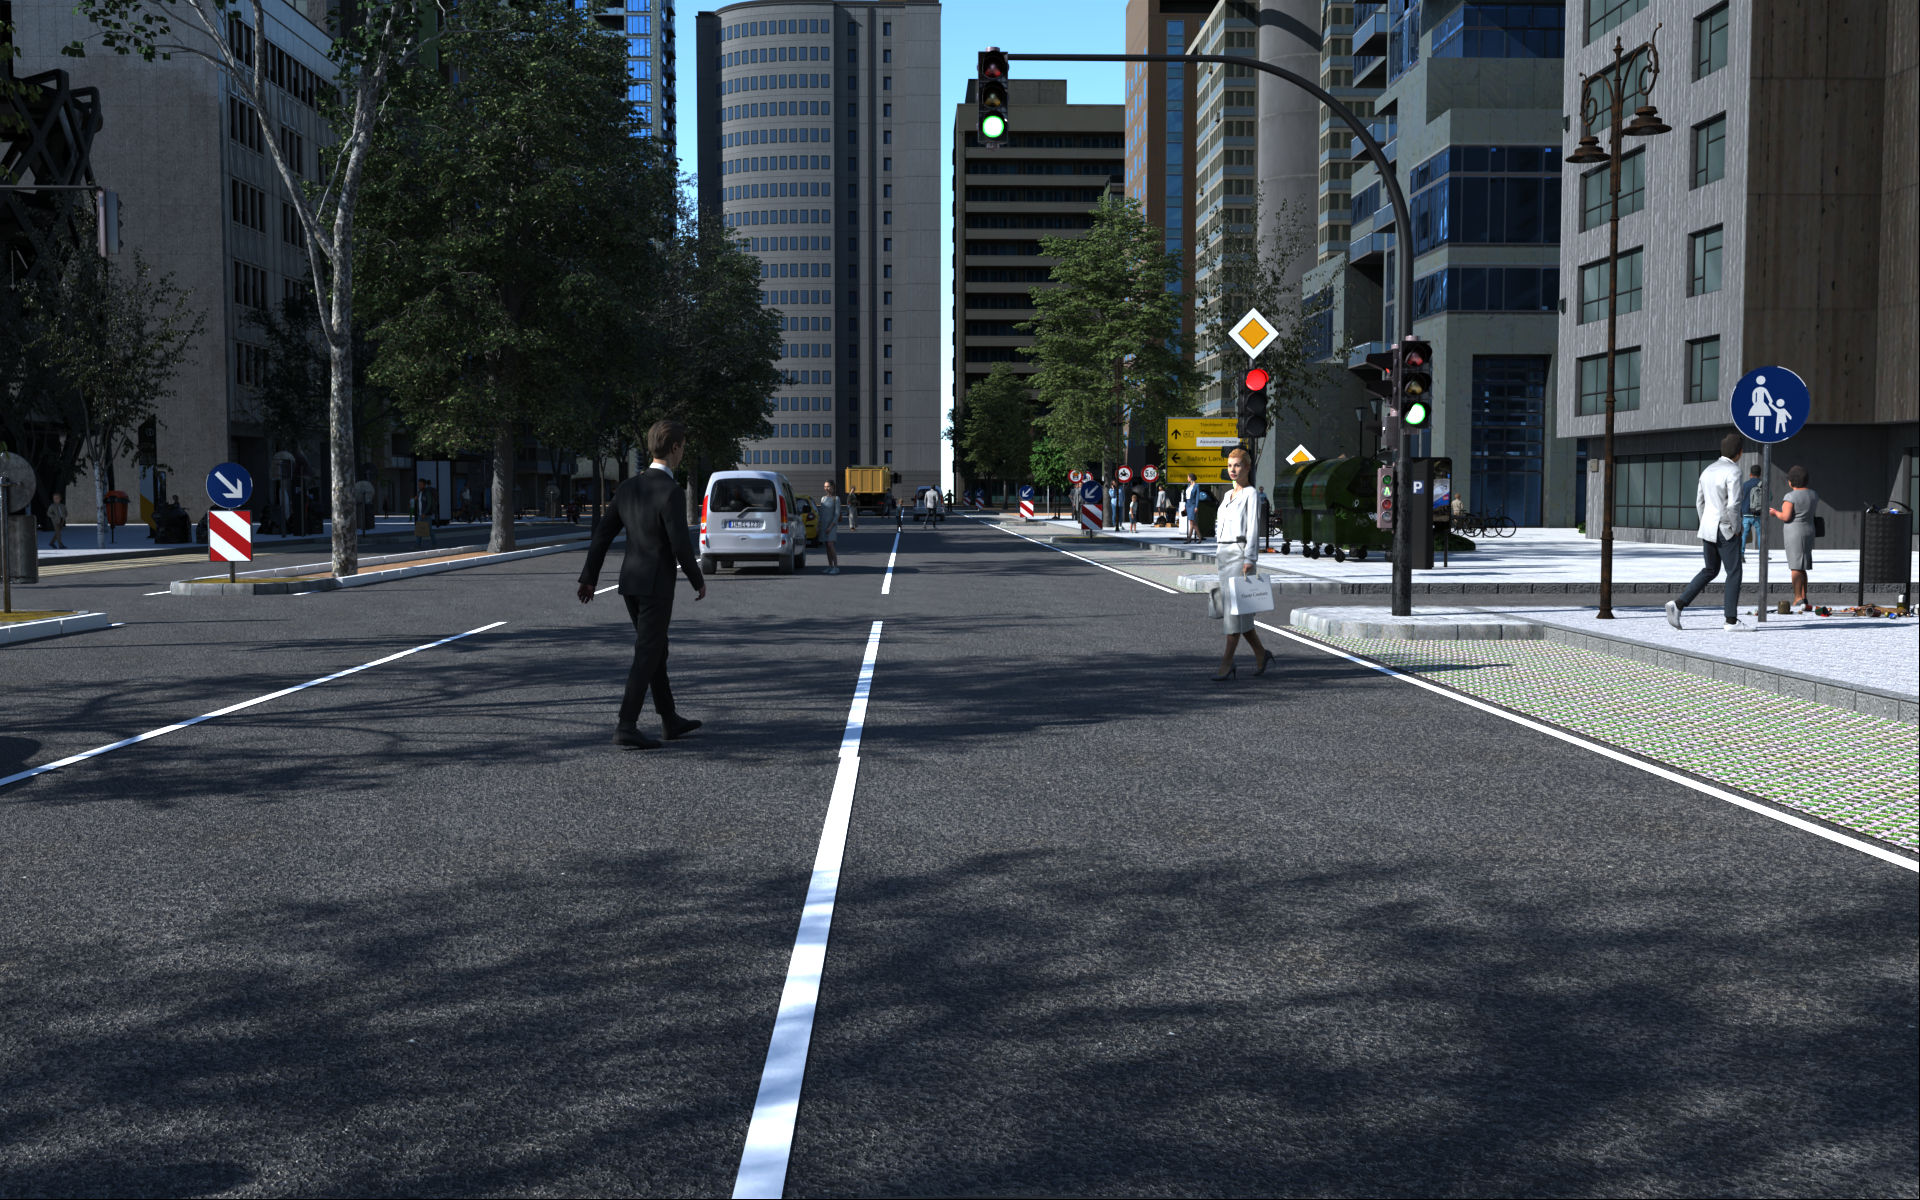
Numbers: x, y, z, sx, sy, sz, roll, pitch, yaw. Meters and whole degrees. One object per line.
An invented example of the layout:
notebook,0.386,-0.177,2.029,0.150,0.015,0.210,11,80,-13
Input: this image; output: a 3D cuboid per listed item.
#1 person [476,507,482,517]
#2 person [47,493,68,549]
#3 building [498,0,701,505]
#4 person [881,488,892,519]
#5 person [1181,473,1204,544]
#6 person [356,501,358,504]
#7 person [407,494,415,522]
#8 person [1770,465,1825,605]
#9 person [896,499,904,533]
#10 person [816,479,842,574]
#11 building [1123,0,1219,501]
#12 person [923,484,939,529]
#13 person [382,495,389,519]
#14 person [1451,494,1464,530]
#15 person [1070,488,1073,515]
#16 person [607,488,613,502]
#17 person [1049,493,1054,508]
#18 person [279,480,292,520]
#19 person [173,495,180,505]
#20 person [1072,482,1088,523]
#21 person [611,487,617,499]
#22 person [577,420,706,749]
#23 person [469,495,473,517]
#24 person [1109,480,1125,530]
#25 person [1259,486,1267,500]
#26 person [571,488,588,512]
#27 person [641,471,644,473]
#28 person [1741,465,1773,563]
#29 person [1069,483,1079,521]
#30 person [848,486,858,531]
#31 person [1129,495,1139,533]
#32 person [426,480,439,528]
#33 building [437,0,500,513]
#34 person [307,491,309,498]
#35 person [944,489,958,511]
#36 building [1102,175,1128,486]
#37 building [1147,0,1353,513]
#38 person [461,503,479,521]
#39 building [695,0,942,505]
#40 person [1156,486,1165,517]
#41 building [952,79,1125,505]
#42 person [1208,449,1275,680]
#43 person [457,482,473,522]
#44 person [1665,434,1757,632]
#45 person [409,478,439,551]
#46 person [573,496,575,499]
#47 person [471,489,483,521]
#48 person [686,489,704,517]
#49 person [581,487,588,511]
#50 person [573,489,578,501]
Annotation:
person,-27.098,-5.323,97.324,0.590,1.304,0.306,3,5,41
person,-21.128,-1.851,40.585,0.640,1.303,0.475,1,4,20
building,-46.560,-54.535,204.321,31.000,86.520,22.319,0,4,-2
person,-4.278,-5.643,101.030,0.573,1.790,0.520,2,4,35
person,6.024,-2.356,44.581,0.654,1.822,0.581,-1,4,-14
person,-26.642,-4.255,75.825,1.509,1.804,0.699,3,5,44
person,-24.822,-4.182,78.671,0.590,1.304,0.306,0,4,3
person,10.337,-0.766,21.381,0.716,1.782,0.532,-1,4,-23
person,-2.198,-3.074,63.452,0.352,1.250,0.332,3,4,36
person,-2.351,-1.337,31.362,0.512,1.701,0.522,2,4,35
building,21.459,-30.224,144.269,14.600,45.320,14.200,0,4,-2
person,-1.189,-3.869,71.608,0.661,1.843,0.795,2,4,27
person,-29.468,-4.780,88.870,0.362,1.253,0.373,2,4,28
person,17.587,-3.116,61.269,0.475,1.303,0.640,1,4,20
person,6.911,-6.076,106.847,0.415,1.643,0.593,0,4,-8
person,-31.807,-9.313,158.324,0.705,1.822,1.348,2,4,31
person,8.449,-9.200,159.700,0.421,1.427,0.697,-2,4,-23
person,-26.406,-3.769,67.550,0.818,1.842,0.514,-2,4,-24
person,-29.753,-3.362,65.674,0.373,1.253,0.362,-3,4,-38
person,5.216,-4.227,75.254,0.694,1.812,0.767,1,4,19
person,-22.672,-6.536,113.715,0.445,1.727,0.742,0,4,3
person,-1.714,-0.100,9.905,0.659,1.850,0.755,3,5,42
person,-26.816,-5.307,95.405,0.503,1.515,0.523,-1,4,-9
person,5.626,-3.402,61.925,0.793,1.790,0.793,3,5,40
person,12.443,-3.892,71.490,0.589,1.601,0.330,0,4,5
person,-27.714,-7.298,126.090,1.217,1.736,0.721,-1,4,-10
person,-5.227,-1.204,28.365,0.590,1.801,0.661,-2,4,-25
person,14.665,-1.594,32.096,0.713,1.824,0.794,-2,4,-30
person,5.644,-4.768,84.092,0.635,1.810,0.391,-2,4,-24
person,-4.090,-3.522,66.641,0.362,1.759,0.519,1,4,18
person,5.720,-2.822,56.874,0.332,1.250,0.352,-1,4,-14
person,-20.113,-3.657,65.794,0.622,1.834,0.822,-2,4,-27
building,-40.531,-28.775,120.581,14.600,45.320,14.200,0,4,-2
person,-23.759,-3.446,63.064,0.598,1.740,0.731,1,4,21
person,-0.842,-8.308,144.351,1.348,1.823,0.705,-1,4,-20
building,19.906,-23.710,159.359,14.160,30.474,14.107,0,4,-2
building,30.305,-26.529,125.626,32.217,40.220,23.993,0,4,-2
person,-23.105,-4.276,81.458,0.738,1.151,1.012,3,5,40
building,-16.471,-40.583,205.536,28.212,58.520,21.231,0,4,-2
person,10.476,-5.101,90.194,0.466,1.731,0.760,1,4,13
building,9.843,-35.635,206.338,21.600,48.544,21.300,0,4,-2
person,2.208,-0.280,13.432,0.624,1.780,0.694,-1,4,-10
person,-22.874,-4.520,80.040,0.850,1.850,0.679,1,4,13
person,7.054,-0.630,16.187,0.795,1.843,0.661,0,4,-5
person,-13.484,-2.148,43.602,0.713,1.824,0.794,-2,4,-28
person,-31.328,-8.289,142.284,0.721,1.735,1.217,2,4,27
person,-23.535,-4.791,84.180,0.447,1.846,0.655,3,5,44
person,-16.313,-6.010,106.908,1.348,1.807,0.705,2,4,30
person,-27.679,-7.460,127.880,0.599,1.838,0.709,1,4,18
person,-32.375,-8.509,145.870,0.721,1.736,1.217,0,4,0
